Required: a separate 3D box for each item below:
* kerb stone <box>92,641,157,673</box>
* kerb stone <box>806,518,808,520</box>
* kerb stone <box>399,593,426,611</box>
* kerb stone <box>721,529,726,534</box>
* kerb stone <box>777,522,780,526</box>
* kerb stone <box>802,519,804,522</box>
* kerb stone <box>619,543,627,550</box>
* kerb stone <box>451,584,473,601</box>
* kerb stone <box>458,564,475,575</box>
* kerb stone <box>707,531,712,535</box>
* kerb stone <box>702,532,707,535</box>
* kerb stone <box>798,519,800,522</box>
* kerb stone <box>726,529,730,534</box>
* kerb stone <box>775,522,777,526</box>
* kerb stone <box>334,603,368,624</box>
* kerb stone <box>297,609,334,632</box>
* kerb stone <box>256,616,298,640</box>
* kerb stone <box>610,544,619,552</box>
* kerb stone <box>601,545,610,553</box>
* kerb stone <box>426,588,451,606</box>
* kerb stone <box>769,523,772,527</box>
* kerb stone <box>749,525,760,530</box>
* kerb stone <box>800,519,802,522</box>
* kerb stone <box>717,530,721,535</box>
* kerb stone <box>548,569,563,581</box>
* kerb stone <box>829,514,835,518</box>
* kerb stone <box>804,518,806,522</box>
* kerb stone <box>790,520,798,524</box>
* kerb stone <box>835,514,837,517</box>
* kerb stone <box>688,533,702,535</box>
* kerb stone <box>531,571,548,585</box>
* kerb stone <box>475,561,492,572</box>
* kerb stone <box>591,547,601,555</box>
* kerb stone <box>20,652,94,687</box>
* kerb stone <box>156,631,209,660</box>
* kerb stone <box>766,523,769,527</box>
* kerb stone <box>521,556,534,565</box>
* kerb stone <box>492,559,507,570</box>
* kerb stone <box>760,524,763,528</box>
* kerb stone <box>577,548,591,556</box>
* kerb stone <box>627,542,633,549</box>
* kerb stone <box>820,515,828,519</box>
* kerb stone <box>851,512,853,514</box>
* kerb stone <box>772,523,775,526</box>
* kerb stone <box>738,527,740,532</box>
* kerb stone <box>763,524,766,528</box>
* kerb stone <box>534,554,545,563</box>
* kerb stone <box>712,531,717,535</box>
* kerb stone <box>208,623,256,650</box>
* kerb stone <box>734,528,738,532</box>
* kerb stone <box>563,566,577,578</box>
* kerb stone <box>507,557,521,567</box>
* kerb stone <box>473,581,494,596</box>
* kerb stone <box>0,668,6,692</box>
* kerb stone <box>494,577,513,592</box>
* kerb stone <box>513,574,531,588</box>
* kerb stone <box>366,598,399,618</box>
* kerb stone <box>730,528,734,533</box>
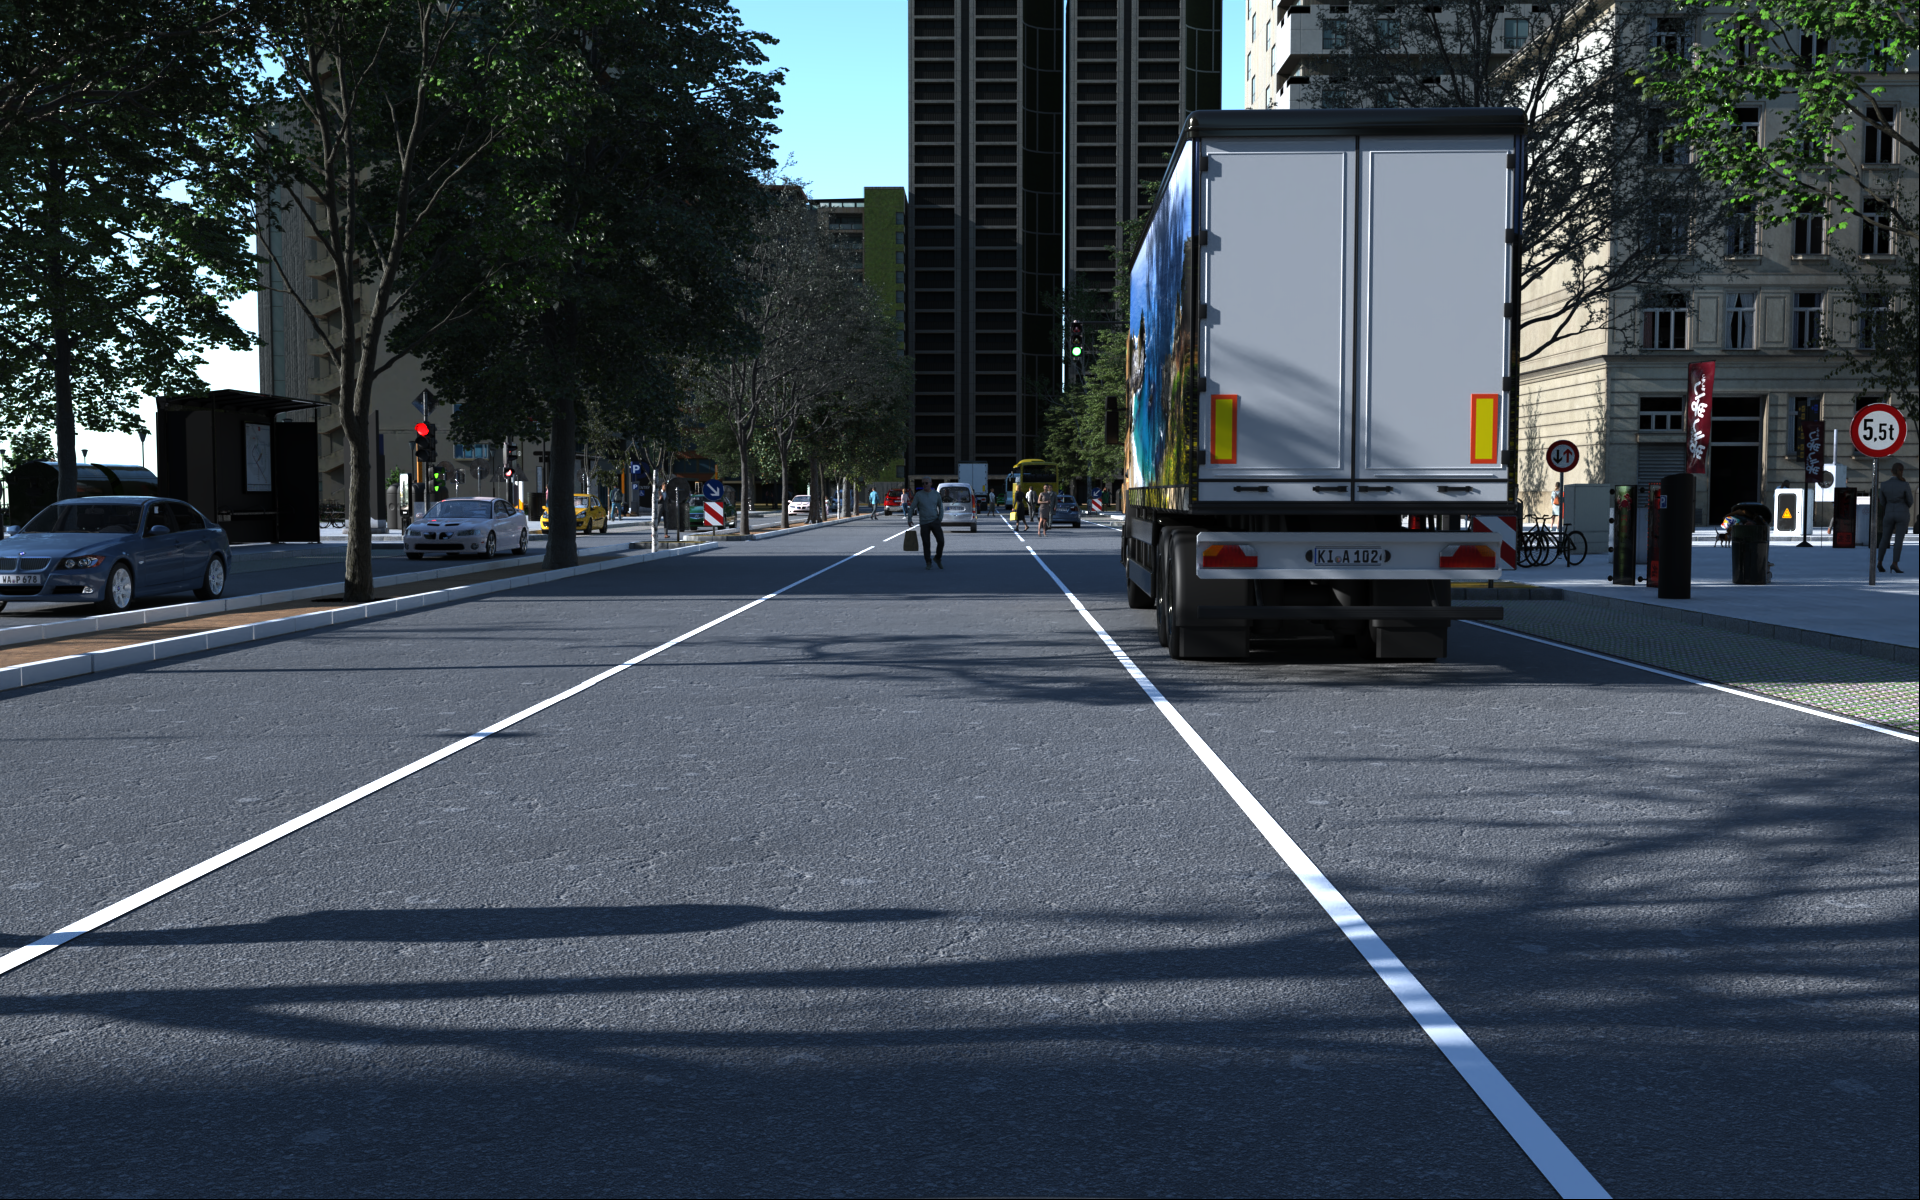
[{"bbox_3d":[-6.988,0.479,14.371,0.120,0.150,1.000,0,4,1],"label":"kerb stone"},{"bbox_3d":[-8.107,-4.127,89.781,0.120,0.150,1.000,0,4,1],"label":"kerb stone"},{"bbox_3d":[-6.896,0.040,21.541,0.120,0.150,1.000,0,4,1],"label":"kerb stone"},{"bbox_3d":[-8.491,-2.381,61.122,0.120,0.150,1.000,0,4,1],"label":"kerb stone"},{"bbox_3d":[-8.272,-3.382,77.505,0.120,0.150,1.000,0,4,1],"label":"kerb stone"},{"bbox_3d":[-8.142,-4.007,87.730,0.120,0.150,1.000,0,4,1],"label":"kerb stone"},{"bbox_3d":[-8.708,-1.341,44.174,0.120,0.150,1.000,0,4,1],"label":"kerb stone"},{"bbox_3d":[-6.873,-0.085,23.591,0.120,0.150,1.000,0,4,1],"label":"kerb stone"},{"bbox_3d":[-8.880,-0.528,30.835,0.120,0.150,1.000,0,4,1],"label":"kerb stone"},{"bbox_3d":[-8.530,-2.188,58.045,0.120,0.150,1.000,0,4,1],"label":"kerb stone"},{"bbox_3d":[-8.538,-2.130,57.022,0.120,0.150,1.000,0,4,1],"label":"kerb stone"},{"bbox_3d":[-8.173,-3.883,85.686,0.120,0.150,1.000,0,4,1],"label":"kerb stone"},{"bbox_3d":[-8.473,-2.444,62.149,0.120,0.150,1.000,0,4,1],"label":"kerb stone"},{"bbox_3d":[-8.293,-3.318,76.483,0.120,0.150,1.000,0,4,1],"label":"kerb stone"},{"bbox_3d":[-6.926,0.170,19.482,0.120,0.150,1.000,0,4,1],"label":"kerb stone"},{"bbox_3d":[-6.943,0.228,18.460,0.120,0.150,1.000,0,4,1],"label":"kerb stone"},{"bbox_3d":[-6.955,0.291,17.438,0.120,0.150,1.000,0,4,1],"label":"kerb stone"},{"bbox_3d":[-8.724,-1.282,43.152,0.120,0.150,1.000,0,4,1],"label":"kerb stone"},{"bbox_3d":[-8.737,-1.219,42.120,0.120,0.150,1.000,0,4,1],"label":"kerb stone"},{"bbox_3d":[-6.885,-0.022,22.563,0.120,0.150,1.000,0,4,1],"label":"kerb stone"},{"bbox_3d":[-8.321,-3.194,74.437,0.120,0.150,1.000,0,4,1],"label":"kerb stone"},{"bbox_3d":[-8.365,-2.944,70.343,0.120,0.150,1.000,0,4,1],"label":"kerb stone"},{"bbox_3d":[-8.166,-3.942,86.708,0.120,0.150,1.000,0,4,1],"label":"kerb stone"},{"bbox_3d":[-8.501,-2.318,60.100,0.120,0.150,1.000,0,4,1],"label":"kerb stone"},{"bbox_3d":[-6.801,-0.398,28.706,0.120,0.150,1.000,0,4,1],"label":"kerb stone"},{"bbox_3d":[-7.901,-5.138,106.204,0.120,0.150,1.000,0,4,1],"label":"kerb stone"},{"bbox_3d":[-8.127,-4.068,88.752,0.120,0.150,1.000,0,4,1],"label":"kerb stone"},{"bbox_3d":[-8.179,-3.821,84.663,0.120,0.150,1.000,0,4,1],"label":"kerb stone"},{"bbox_3d":[-7.888,-5.198,107.232,0.120,0.150,1.000,0,4,1],"label":"kerb stone"},{"bbox_3d":[-8.556,-2.066,55.992,0.120,0.150,1.000,0,4,1],"label":"kerb stone"},{"bbox_3d":[-6.817,-0.336,27.683,0.120,0.150,1.000,0,4,1],"label":"kerb stone"},{"bbox_3d":[-8.868,-0.591,31.863,0.120,0.150,1.000,0,4,1],"label":"kerb stone"},{"bbox_3d":[-8.747,-1.156,41.095,0.120,0.150,1.000,0,4,1],"label":"kerb stone"},{"bbox_3d":[-7.012,0.541,13.348,0.120,0.150,1.000,0,4,1],"label":"kerb stone"},{"bbox_3d":[-6.978,0.416,15.393,0.120,0.150,1.000,0,4,1],"label":"kerb stone"},{"bbox_3d":[-8.331,-3.133,73.412,0.120,0.150,1.000,0,4,1],"label":"kerb stone"},{"bbox_3d":[-8.830,-0.780,34.951,0.120,0.150,1.000,0,4,1],"label":"kerb stone"},{"bbox_3d":[-8.855,-0.654,32.889,0.120,0.150,1.000,0,4,1],"label":"kerb stone"},{"bbox_3d":[-8.353,-3.007,71.365,0.120,0.150,1.000,0,4,1],"label":"kerb stone"},{"bbox_3d":[-8.760,-1.091,40.073,0.120,0.150,1.000,0,4,1],"label":"kerb stone"},{"bbox_3d":[-8.703,-1.402,45.196,0.120,0.150,1.000,0,4,1],"label":"kerb stone"},{"bbox_3d":[-7.963,-4.823,101.060,0.120,0.150,1.000,0,4,1],"label":"kerb stone"},{"bbox_3d":[-7.665,-6.264,124.683,0.120,0.150,1.000,0,4,1],"label":"kerb stone"},{"bbox_3d":[-8.299,-3.257,75.459,0.120,0.150,1.000,0,4,1],"label":"kerb stone"},{"bbox_3d":[-8.438,-2.627,65.229,0.120,0.150,1.000,0,4,1],"label":"kerb stone"},{"bbox_3d":[-8.334,-3.063,72.390,0.120,0.150,1.000,0,4,1],"label":"kerb stone"},{"bbox_3d":[-8.825,-0.840,35.974,0.120,0.150,1.000,0,4,1],"label":"kerb stone"},{"bbox_3d":[-8.513,-2.256,59.077,0.120,0.150,1.000,0,4,1],"label":"kerb stone"},{"bbox_3d":[-6.971,0.353,16.417,0.120,0.150,1.000,0,4,1],"label":"kerb stone"},{"bbox_3d":[-8.451,-2.566,64.198,0.120,0.150,1.000,0,4,1],"label":"kerb stone"},{"bbox_3d":[-6.802,-0.457,29.732,0.120,0.150,1.000,0,4,1],"label":"kerb stone"},{"bbox_3d":[-8.844,-0.717,33.920,0.120,0.150,1.000,0,4,1],"label":"kerb stone"},{"bbox_3d":[-6.865,-0.148,24.614,0.120,0.150,1.000,0,4,1],"label":"kerb stone"},{"bbox_3d":[-7.019,0.607,12.326,0.120,0.150,1.000,0,4,1],"label":"kerb stone"},{"bbox_3d":[-6.854,-0.210,25.635,0.120,0.150,1.000,0,4,1],"label":"kerb stone"},{"bbox_3d":[-6.835,-0.271,26.658,0.120,0.150,1.000,0,4,1],"label":"kerb stone"},{"bbox_3d":[-6.910,0.103,20.519,0.120,0.150,1.000,0,4,1],"label":"kerb stone"},{"bbox_3d":[-8.459,-2.505,63.176,0.120,0.150,1.000,0,4,1],"label":"kerb stone"}]
